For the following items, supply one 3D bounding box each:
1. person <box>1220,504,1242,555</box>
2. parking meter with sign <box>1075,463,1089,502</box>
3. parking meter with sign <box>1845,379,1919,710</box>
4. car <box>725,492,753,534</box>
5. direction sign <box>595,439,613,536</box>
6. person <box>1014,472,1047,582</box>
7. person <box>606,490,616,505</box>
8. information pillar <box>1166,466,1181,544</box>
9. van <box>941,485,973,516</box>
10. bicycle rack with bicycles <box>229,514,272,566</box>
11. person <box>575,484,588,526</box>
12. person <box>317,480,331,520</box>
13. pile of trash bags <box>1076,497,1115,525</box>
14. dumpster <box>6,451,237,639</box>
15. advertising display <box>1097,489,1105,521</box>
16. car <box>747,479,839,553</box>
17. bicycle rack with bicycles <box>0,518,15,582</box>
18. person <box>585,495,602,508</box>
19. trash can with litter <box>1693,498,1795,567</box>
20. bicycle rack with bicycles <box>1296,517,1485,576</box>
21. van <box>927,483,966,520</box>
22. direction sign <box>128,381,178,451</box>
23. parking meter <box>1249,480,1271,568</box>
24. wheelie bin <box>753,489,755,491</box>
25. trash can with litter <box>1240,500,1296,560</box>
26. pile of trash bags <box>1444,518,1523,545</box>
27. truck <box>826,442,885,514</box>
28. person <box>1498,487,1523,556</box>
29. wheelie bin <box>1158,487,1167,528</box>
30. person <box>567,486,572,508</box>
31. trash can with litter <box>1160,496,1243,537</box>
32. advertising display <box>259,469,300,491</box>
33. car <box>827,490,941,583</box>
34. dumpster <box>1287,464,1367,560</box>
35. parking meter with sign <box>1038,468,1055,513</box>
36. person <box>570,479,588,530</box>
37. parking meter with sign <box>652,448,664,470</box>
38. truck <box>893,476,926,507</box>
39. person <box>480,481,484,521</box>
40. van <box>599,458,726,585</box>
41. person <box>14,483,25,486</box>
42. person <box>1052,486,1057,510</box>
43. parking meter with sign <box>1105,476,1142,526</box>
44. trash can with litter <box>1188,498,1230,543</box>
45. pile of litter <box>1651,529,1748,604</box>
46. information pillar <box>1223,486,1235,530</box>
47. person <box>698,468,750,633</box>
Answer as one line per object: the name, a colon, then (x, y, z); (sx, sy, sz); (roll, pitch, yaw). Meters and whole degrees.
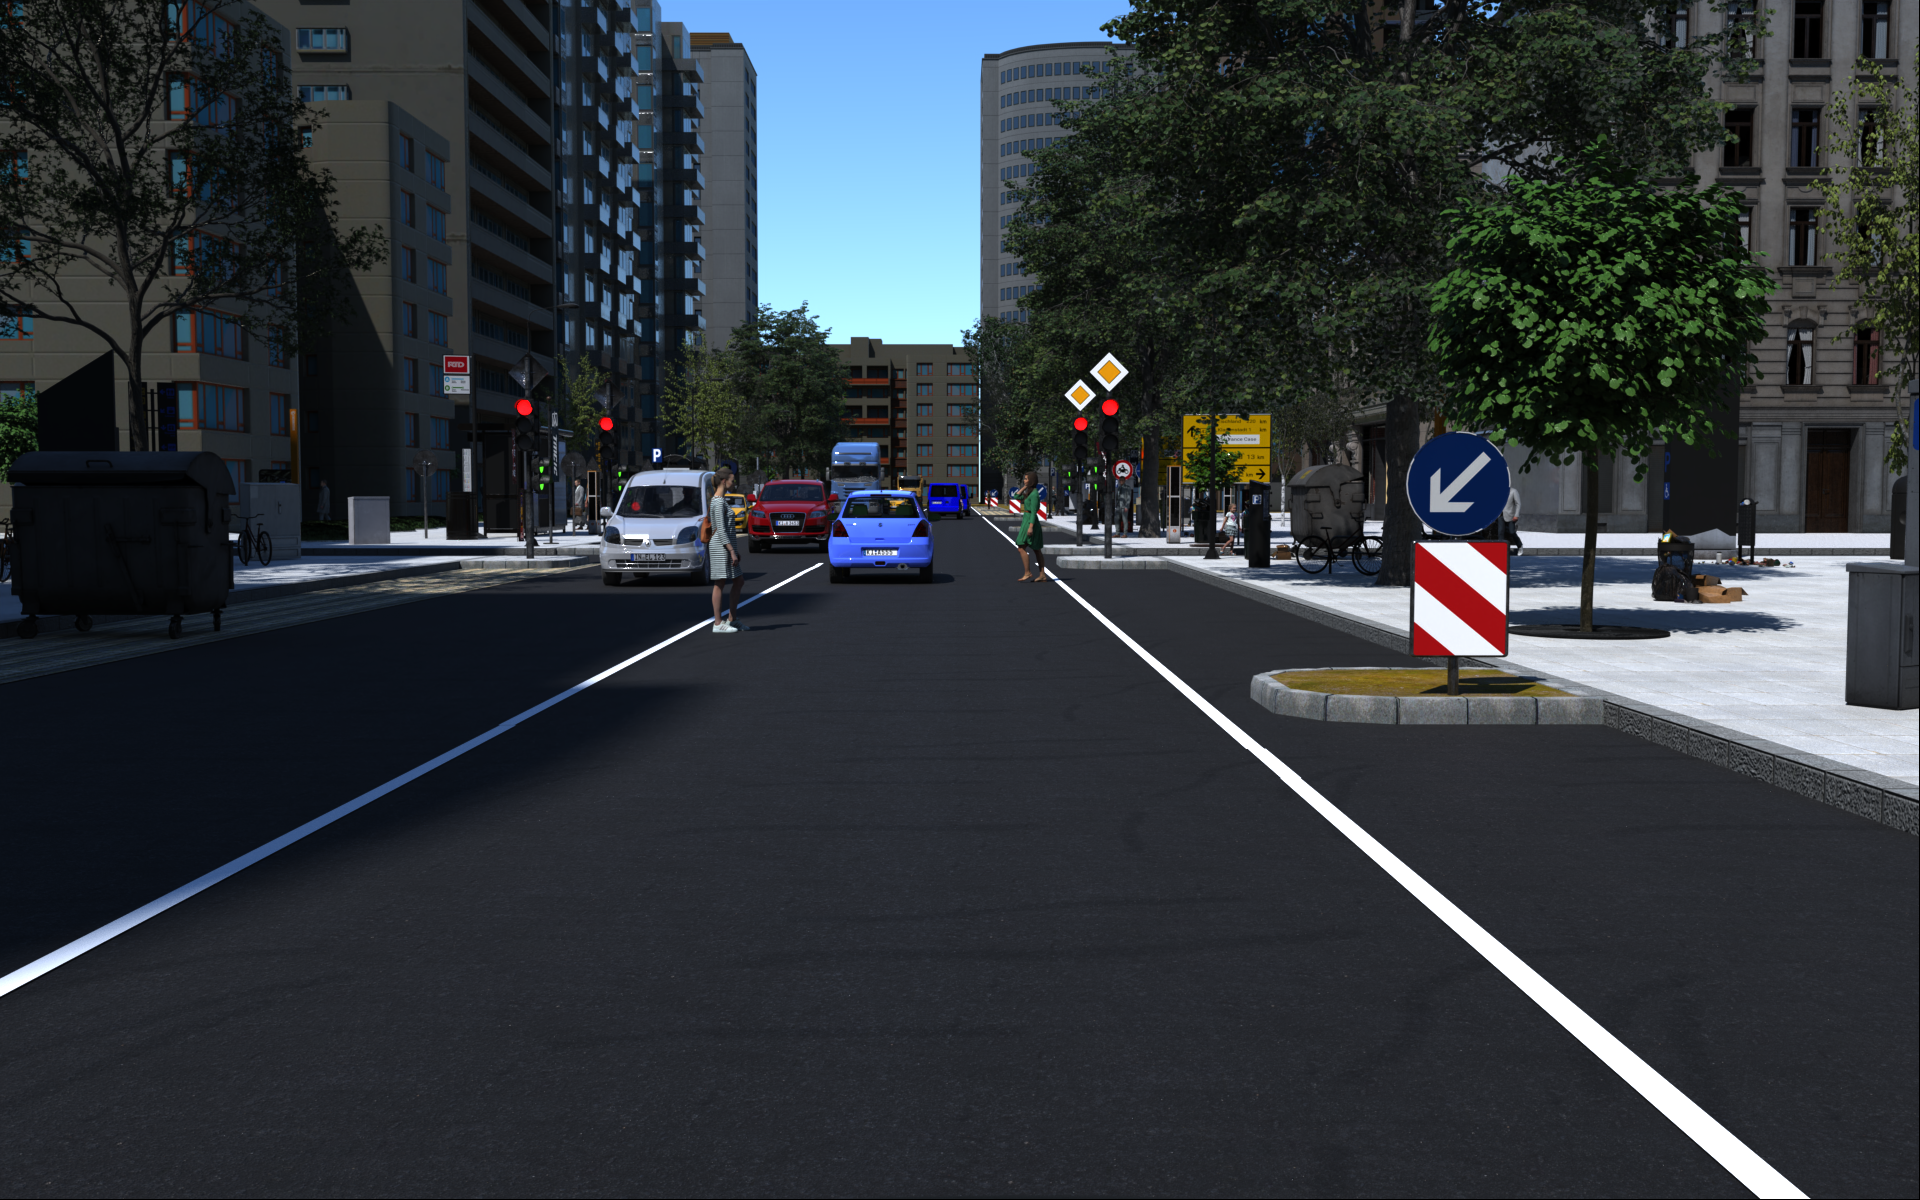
person: (6.352, -1.653, 40.536); (0.505, 1.210, 0.382); (-2, 4, -35)
parking meter with sign: (6.806, -6.011, 94.533); (0.543, 3.016, 1.738); (-1, 4, -18)
parking meter with sign: (6.210, -0.884, 10.716); (1.738, 3.016, 0.543); (-2, 4, -31)
car: (-8.504, -3.262, 63.552); (2.015, 1.641, 3.980); (0, 4, -2)
direction sign: (-10.826, -3.709, 52.642); (0.379, 3.537, 0.876); (0, 4, -1)
person: (1.171, -1.182, 28.078); (0.529, 1.795, 0.600); (-1, 4, -14)
person: (-22.466, -6.433, 111.409); (0.721, 1.800, 0.419); (0, 4, -5)
information pillar: (5.517, -2.461, 44.733); (0.304, 2.012, 0.304); (0, 4, -7)
van: (-0.297, -6.629, 112.773); (2.240, 2.365, 5.245); (0, 4, 2)
bicycle rack with bicycles: (-13.954, -1.092, 31.237); (2.852, 0.926, 2.925); (-3, 4, -36)
person: (-15.014, -3.854, 69.273); (0.699, 1.804, 1.509); (1, 4, 17)
person: (-23.293, -3.501, 63.394); (0.767, 1.812, 0.694); (-1, 4, -17)
pile of trash bags: (6.546, -3.852, 72.726); (3.447, 1.369, 1.912); (1, 4, 9)
dumpster: (-8.415, -0.564, 17.434); (1.865, 1.857, 1.264); (0, 4, 0)
advertising display: (6.726, -4.705, 82.140); (0.123, 1.923, 0.974); (1, 4, 23)
car: (-4.183, -2.148, 43.794); (2.281, 1.827, 5.304); (0, 4, -2)
bicycle rack with bicycles: (-13.617, -0.751, 25.664); (2.852, 0.926, 2.925); (0, 4, 4)
person: (-12.795, -3.323, 60.474); (0.616, 1.811, 0.778); (-1, 4, -20)
trash can with litter: (14.253, -1.234, 31.230); (1.678, 1.210, 2.233); (0, 4, 0)
bicycle rack with bicycles: (7.226, -0.874, 27.672); (2.852, 0.926, 2.925); (-3, 5, -43)
van: (-0.808, -5.774, 98.784); (2.240, 2.365, 5.245); (0, 4, 2)
direction sign: (-16.319, -2.635, 35.084); (0.876, 3.537, 0.379); (-2, 4, -29)
parking meter: (5.241, -1.338, 30.282); (0.372, 1.533, 0.369); (0, 3, 0)
wheelie bin: (-11.905, -5.624, 99.866); (0.980, 1.594, 0.693); (1, 4, 21)
trash can with litter: (6.039, -1.378, 33.913); (1.055, 1.170, 0.624); (0, 4, 2)
pile of trash bags: (13.331, -2.141, 44.750); (1.912, 1.369, 3.447); (0, 4, 8)
truck: (-5.384, -6.499, 96.021); (2.967, 4.110, 18.799); (0, 4, -1)
person: (12.620, -1.927, 39.860); (0.795, 1.843, 0.661); (-3, 5, -40)
wheelie bin: (7.835, -3.462, 64.506); (0.693, 1.594, 0.980); (-3, 5, -44)
person: (-23.762, -6.127, 106.335); (0.853, 1.813, 0.709); (2, 4, 25)
trash can with litter: (7.285, -2.497, 51.877); (1.678, 1.210, 2.233); (-2, 4, -35)
advertising display: (-17.642, -2.429, 44.923); (0.974, 1.923, 0.123); (-1, 4, -14)
car: (-1.284, -1.192, 29.086); (1.945, 1.707, 3.694); (0, 4, -1)
dumpster: (7.269, -1.745, 34.297); (1.264, 1.857, 1.865); (0, 4, 0)
parking meter with sign: (5.496, -7.315, 115.853); (1.738, 3.016, 0.543); (3, 5, 42)
person: (-13.663, -3.424, 62.153); (0.853, 1.813, 0.709); (-2, 4, -34)
parking meter with sign: (-11.939, -4.208, 65.067); (0.543, 3.016, 1.738); (3, 4, 36)
truck: (-5.271, -11.477, 183.575); (3.469, 3.379, 9.791); (0, 4, 0)
person: (-19.384, -4.018, 71.098); (0.648, 1.900, 0.474); (1, 4, 20)
van: (-4.793, -1.314, 28.493); (2.013, 2.044, 4.112); (0, 4, -1)
person: (-12.154, -0.990, 22.797); (0.480, 1.755, 0.524); (1, 4, 20)
person: (6.405, -6.795, 117.309); (0.590, 1.801, 0.661); (3, 4, 37)
parking meter with sign: (6.697, -4.528, 70.292); (1.738, 3.016, 0.543); (-1, 4, -13)
trash can with litter: (6.522, -2.065, 45.156); (1.055, 1.170, 0.624); (-2, 4, -24)
pile of litter: (8.955, -0.432, 21.036); (1.176, 0.858, 1.719); (3, 4, 38)
information pillar: (9.722, -3.551, 62.552); (0.304, 2.012, 0.304); (2, 4, 35)
person: (-2.446, -0.516, 17.937); (0.522, 1.701, 0.512); (0, 4, -6)
